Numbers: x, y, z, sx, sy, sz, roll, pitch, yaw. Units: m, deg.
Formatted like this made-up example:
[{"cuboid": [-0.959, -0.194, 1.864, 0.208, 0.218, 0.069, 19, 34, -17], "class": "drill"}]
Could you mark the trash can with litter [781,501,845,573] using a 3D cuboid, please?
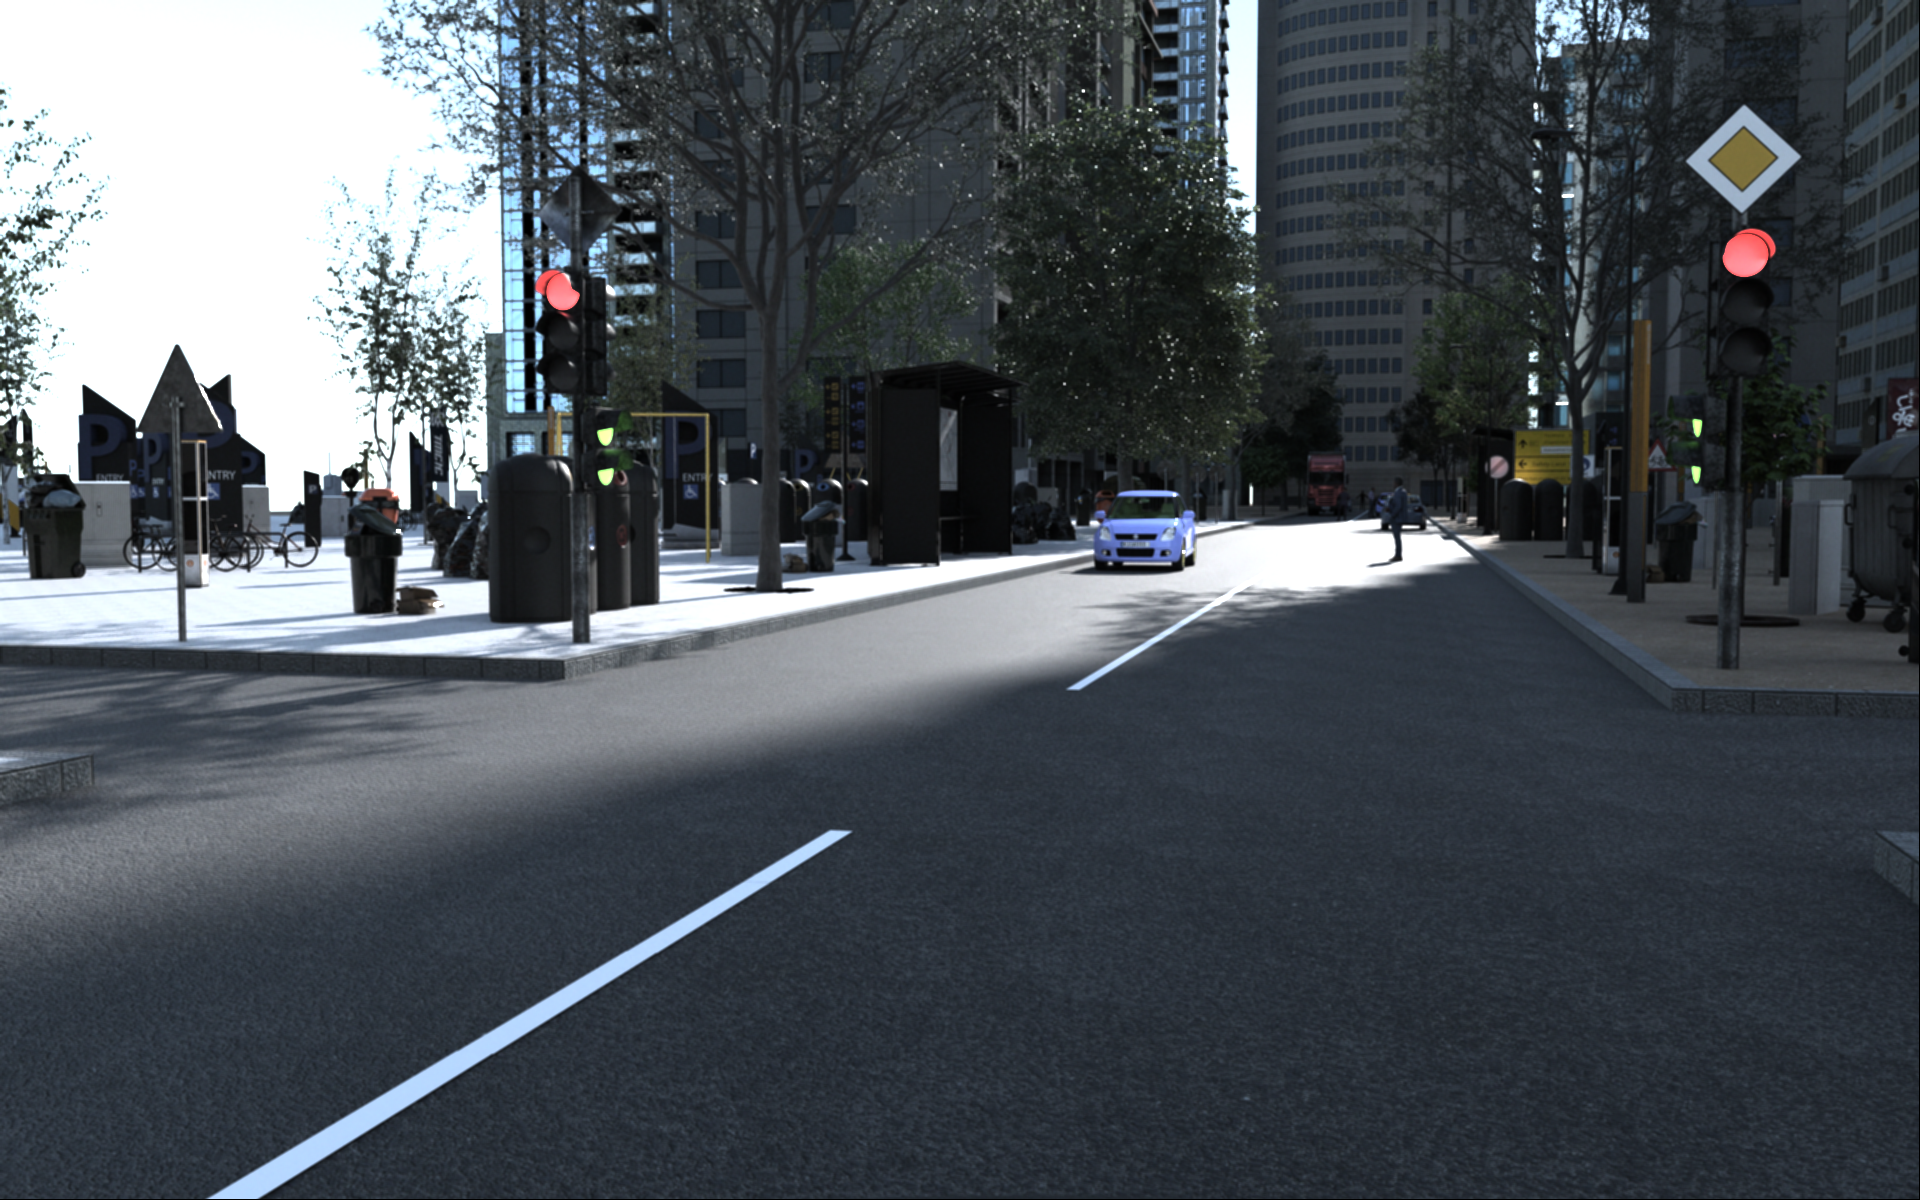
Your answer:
[{"cuboid": [-2.448, -1.038, 28.357, 1.055, 1.170, 0.624, -3, 5, -42], "class": "trash can with litter"}]

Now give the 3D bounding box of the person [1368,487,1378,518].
[{"cuboid": [24.611, -5.785, 102.959, 0.599, 1.838, 0.709, 3, 4, 37], "class": "person"}]

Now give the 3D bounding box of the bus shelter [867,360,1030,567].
[{"cuboid": [-0.119, -2.594, 33.699, 1.731, 3.624, 6.357, 1, 4, 14], "class": "bus shelter"}]

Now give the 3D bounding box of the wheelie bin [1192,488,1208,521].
[{"cuboid": [11.616, -4.648, 83.906, 0.693, 1.594, 0.980, 0, 4, -2], "class": "wheelie bin"}]

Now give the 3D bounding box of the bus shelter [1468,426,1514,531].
[{"cuboid": [19.455, -4.382, 62.921, 1.731, 3.624, 6.357, 1, 4, 14], "class": "bus shelter"}]

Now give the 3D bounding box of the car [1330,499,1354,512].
[{"cuboid": [30.986, -7.881, 140.854, 2.014, 1.417, 4.499, 1, 4, 13], "class": "car"}]

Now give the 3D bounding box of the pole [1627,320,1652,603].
[{"cuboid": [8.003, -1.624, 20.400, 0.158, 3.312, 0.155, 0, 3, 0], "class": "pole"}]

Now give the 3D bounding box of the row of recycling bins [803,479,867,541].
[{"cuboid": [-3.245, -2.463, 47.391, 3.534, 1.692, 1.069, 1, 4, 20], "class": "row of recycling bins"}]

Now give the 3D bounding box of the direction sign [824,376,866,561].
[{"cuboid": [-2.211, -2.533, 33.412, 0.876, 3.537, 0.379, 1, 4, 21], "class": "direction sign"}]

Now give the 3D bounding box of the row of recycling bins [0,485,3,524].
[{"cuboid": [-41.904, -4.096, 74.089, 1.069, 1.692, 3.534, 1, 4, 10], "class": "row of recycling bins"}]

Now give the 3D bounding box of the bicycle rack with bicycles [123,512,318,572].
[{"cuboid": [-12.741, -0.977, 29.360, 2.925, 0.926, 2.852, 0, 4, -1], "class": "bicycle rack with bicycles"}]

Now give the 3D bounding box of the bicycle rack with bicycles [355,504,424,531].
[{"cuboid": [-20.228, -2.958, 61.737, 2.925, 0.926, 2.852, 3, 5, 44], "class": "bicycle rack with bicycles"}]

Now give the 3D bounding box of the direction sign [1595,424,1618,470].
[{"cuboid": [20.878, -3.914, 55.985, 0.379, 3.537, 0.876, -2, 4, -29], "class": "direction sign"}]

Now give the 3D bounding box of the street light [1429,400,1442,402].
[{"cuboid": [23.848, -6.912, 85.549, 1.470, 5.913, 1.316, 1, 4, 14], "class": "street light"}]

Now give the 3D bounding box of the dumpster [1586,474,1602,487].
[{"cuboid": [18.427, -2.680, 49.571, 1.264, 1.857, 1.865, 1, 4, 14], "class": "dumpster"}]

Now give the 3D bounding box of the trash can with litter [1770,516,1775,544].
[{"cuboid": [13.249, -0.958, 27.054, 1.055, 1.170, 0.624, 1, 4, 17], "class": "trash can with litter"}]

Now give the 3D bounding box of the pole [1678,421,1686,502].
[{"cuboid": [20.297, -3.357, 48.731, 0.158, 3.312, 0.155, 0, 3, 0], "class": "pole"}]

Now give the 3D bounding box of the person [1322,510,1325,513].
[{"cuboid": [27.293, -7.432, 130.021, 0.705, 1.824, 1.348, 1, 4, 22], "class": "person"}]

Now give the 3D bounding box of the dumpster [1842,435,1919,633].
[{"cuboid": [9.296, -0.657, 16.495, 1.264, 1.857, 1.865, 1, 4, 14], "class": "dumpster"}]

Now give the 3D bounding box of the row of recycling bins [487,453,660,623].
[{"cuboid": [-4.185, -0.719, 18.862, 1.069, 1.692, 3.534, 1, 4, 9], "class": "row of recycling bins"}]

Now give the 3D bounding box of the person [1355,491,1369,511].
[{"cuboid": [33.335, -8.199, 143.374, 1.217, 1.723, 0.721, 1, 4, 21], "class": "person"}]

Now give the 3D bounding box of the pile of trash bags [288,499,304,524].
[{"cuboid": [-27.864, -4.068, 76.260, 1.912, 1.369, 3.447, 1, 4, 16], "class": "pile of trash bags"}]

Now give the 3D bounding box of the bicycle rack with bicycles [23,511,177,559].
[{"cuboid": [-18.332, -1.439, 36.906, 2.852, 0.926, 2.925, 0, 4, 7], "class": "bicycle rack with bicycles"}]

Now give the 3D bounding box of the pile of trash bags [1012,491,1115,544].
[{"cuboid": [2.698, -2.363, 48.385, 3.447, 1.369, 1.912, -1, 4, -13], "class": "pile of trash bags"}]

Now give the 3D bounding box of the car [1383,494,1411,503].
[{"cuboid": [26.131, -5.651, 102.616, 2.015, 1.641, 3.980, 1, 4, 13], "class": "car"}]

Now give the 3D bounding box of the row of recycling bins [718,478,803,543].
[{"cuboid": [-5.974, -2.312, 44.916, 3.534, 1.692, 1.069, -2, 4, -29], "class": "row of recycling bins"}]

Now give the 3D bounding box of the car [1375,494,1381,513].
[{"cuboid": [32.616, -7.491, 132.263, 2.009, 1.686, 4.222, 1, 4, 15], "class": "car"}]

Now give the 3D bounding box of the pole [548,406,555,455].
[{"cuboid": [-9.514, -2.846, 40.378, 0.158, 3.312, 0.155, 0, 3, 0], "class": "pole"}]

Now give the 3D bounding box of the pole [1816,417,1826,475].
[{"cuboid": [22.711, -3.173, 45.722, 0.158, 3.312, 0.155, 0, 3, 0], "class": "pole"}]

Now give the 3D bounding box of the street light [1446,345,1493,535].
[{"cuboid": [15.917, -4.978, 53.934, 1.470, 5.913, 1.316, 1, 4, 14], "class": "street light"}]

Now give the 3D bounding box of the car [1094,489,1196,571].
[{"cuboid": [3.621, -1.469, 33.606, 1.945, 1.707, 3.694, 1, 4, 12], "class": "car"}]

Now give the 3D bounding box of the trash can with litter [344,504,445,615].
[{"cuboid": [-6.089, -0.447, 18.702, 1.055, 1.170, 0.624, 1, 4, 14], "class": "trash can with litter"}]

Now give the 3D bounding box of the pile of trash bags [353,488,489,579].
[{"cuboid": [-7.435, -1.028, 26.563, 3.447, 1.369, 1.912, -2, 4, -25], "class": "pile of trash bags"}]

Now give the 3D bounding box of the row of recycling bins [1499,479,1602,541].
[{"cuboid": [16.709, -2.489, 47.809, 3.534, 1.692, 1.069, 0, 4, -3], "class": "row of recycling bins"}]

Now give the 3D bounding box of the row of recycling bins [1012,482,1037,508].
[{"cuboid": [0.812, -3.092, 57.669, 3.534, 1.692, 1.069, 0, 4, 0], "class": "row of recycling bins"}]

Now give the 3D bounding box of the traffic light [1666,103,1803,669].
[{"cuboid": [5.633, -1.450, 12.633, 0.839, 4.253, 0.868, 1, 4, 14], "class": "traffic light"}]

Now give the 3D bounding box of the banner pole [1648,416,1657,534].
[{"cuboid": [21.979, -3.980, 55.097, 0.401, 3.779, 0.863, 3, 5, 44], "class": "banner pole"}]

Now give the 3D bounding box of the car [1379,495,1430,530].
[{"cuboid": [17.968, -3.550, 70.050, 2.014, 1.417, 4.499, 1, 4, 15], "class": "car"}]

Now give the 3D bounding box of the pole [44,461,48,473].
[{"cuboid": [-55.821, -6.851, 105.864, 0.158, 3.312, 0.155, 0, 3, 0], "class": "pole"}]

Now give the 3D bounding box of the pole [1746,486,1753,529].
[{"cuboid": [29.093, -4.276, 63.751, 0.158, 3.312, 0.155, 0, 3, 0], "class": "pole"}]

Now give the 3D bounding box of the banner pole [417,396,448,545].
[{"cuboid": [-13.331, -3.290, 43.805, 0.863, 3.779, 0.401, -3, 5, -40], "class": "banner pole"}]

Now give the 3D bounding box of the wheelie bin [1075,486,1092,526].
[{"cuboid": [4.973, -3.781, 69.721, 0.693, 1.594, 0.980, 0, 4, 2], "class": "wheelie bin"}]

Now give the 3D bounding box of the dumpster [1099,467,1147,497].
[{"cuboid": [5.793, -3.610, 61.512, 1.502, 2.255, 1.985, 1, 4, 14], "class": "dumpster"}]

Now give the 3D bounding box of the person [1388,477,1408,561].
[{"cuboid": [9.380, -1.737, 37.082, 0.419, 1.800, 0.721, 1, 4, 19], "class": "person"}]

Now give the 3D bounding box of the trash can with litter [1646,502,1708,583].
[{"cuboid": [10.257, -0.839, 25.108, 1.055, 1.170, 0.624, -2, 4, -30], "class": "trash can with litter"}]

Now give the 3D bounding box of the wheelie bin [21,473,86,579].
[{"cuboid": [-13.784, -1.128, 26.359, 0.980, 1.594, 0.693, 1, 4, 17], "class": "wheelie bin"}]

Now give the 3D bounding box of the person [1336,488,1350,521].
[{"cuboid": [20.212, -5.048, 91.478, 0.683, 1.767, 0.568, 0, 4, 2], "class": "person"}]

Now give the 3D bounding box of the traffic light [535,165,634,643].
[{"cuboid": [-3.256, -1.586, 14.846, 0.839, 4.253, 0.868, 1, 4, 14], "class": "traffic light"}]

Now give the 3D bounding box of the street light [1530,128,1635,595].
[{"cuboid": [7.933, -3.028, 22.057, 1.470, 5.913, 1.316, 1, 4, 14], "class": "street light"}]

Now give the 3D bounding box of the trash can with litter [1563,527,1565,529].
[{"cuboid": [21.598, -2.999, 60.422, 1.055, 1.170, 0.624, -2, 4, -29], "class": "trash can with litter"}]

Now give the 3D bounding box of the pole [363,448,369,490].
[{"cuboid": [-26.461, -5.097, 77.185, 0.158, 3.312, 0.155, 0, 3, 0], "class": "pole"}]

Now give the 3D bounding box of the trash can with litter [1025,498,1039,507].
[{"cuboid": [2.420, -2.461, 51.628, 1.055, 1.170, 0.624, 2, 4, 28], "class": "trash can with litter"}]

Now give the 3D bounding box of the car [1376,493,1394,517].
[{"cuboid": [27.365, -6.162, 110.334, 1.945, 1.707, 3.694, 1, 4, 13], "class": "car"}]
